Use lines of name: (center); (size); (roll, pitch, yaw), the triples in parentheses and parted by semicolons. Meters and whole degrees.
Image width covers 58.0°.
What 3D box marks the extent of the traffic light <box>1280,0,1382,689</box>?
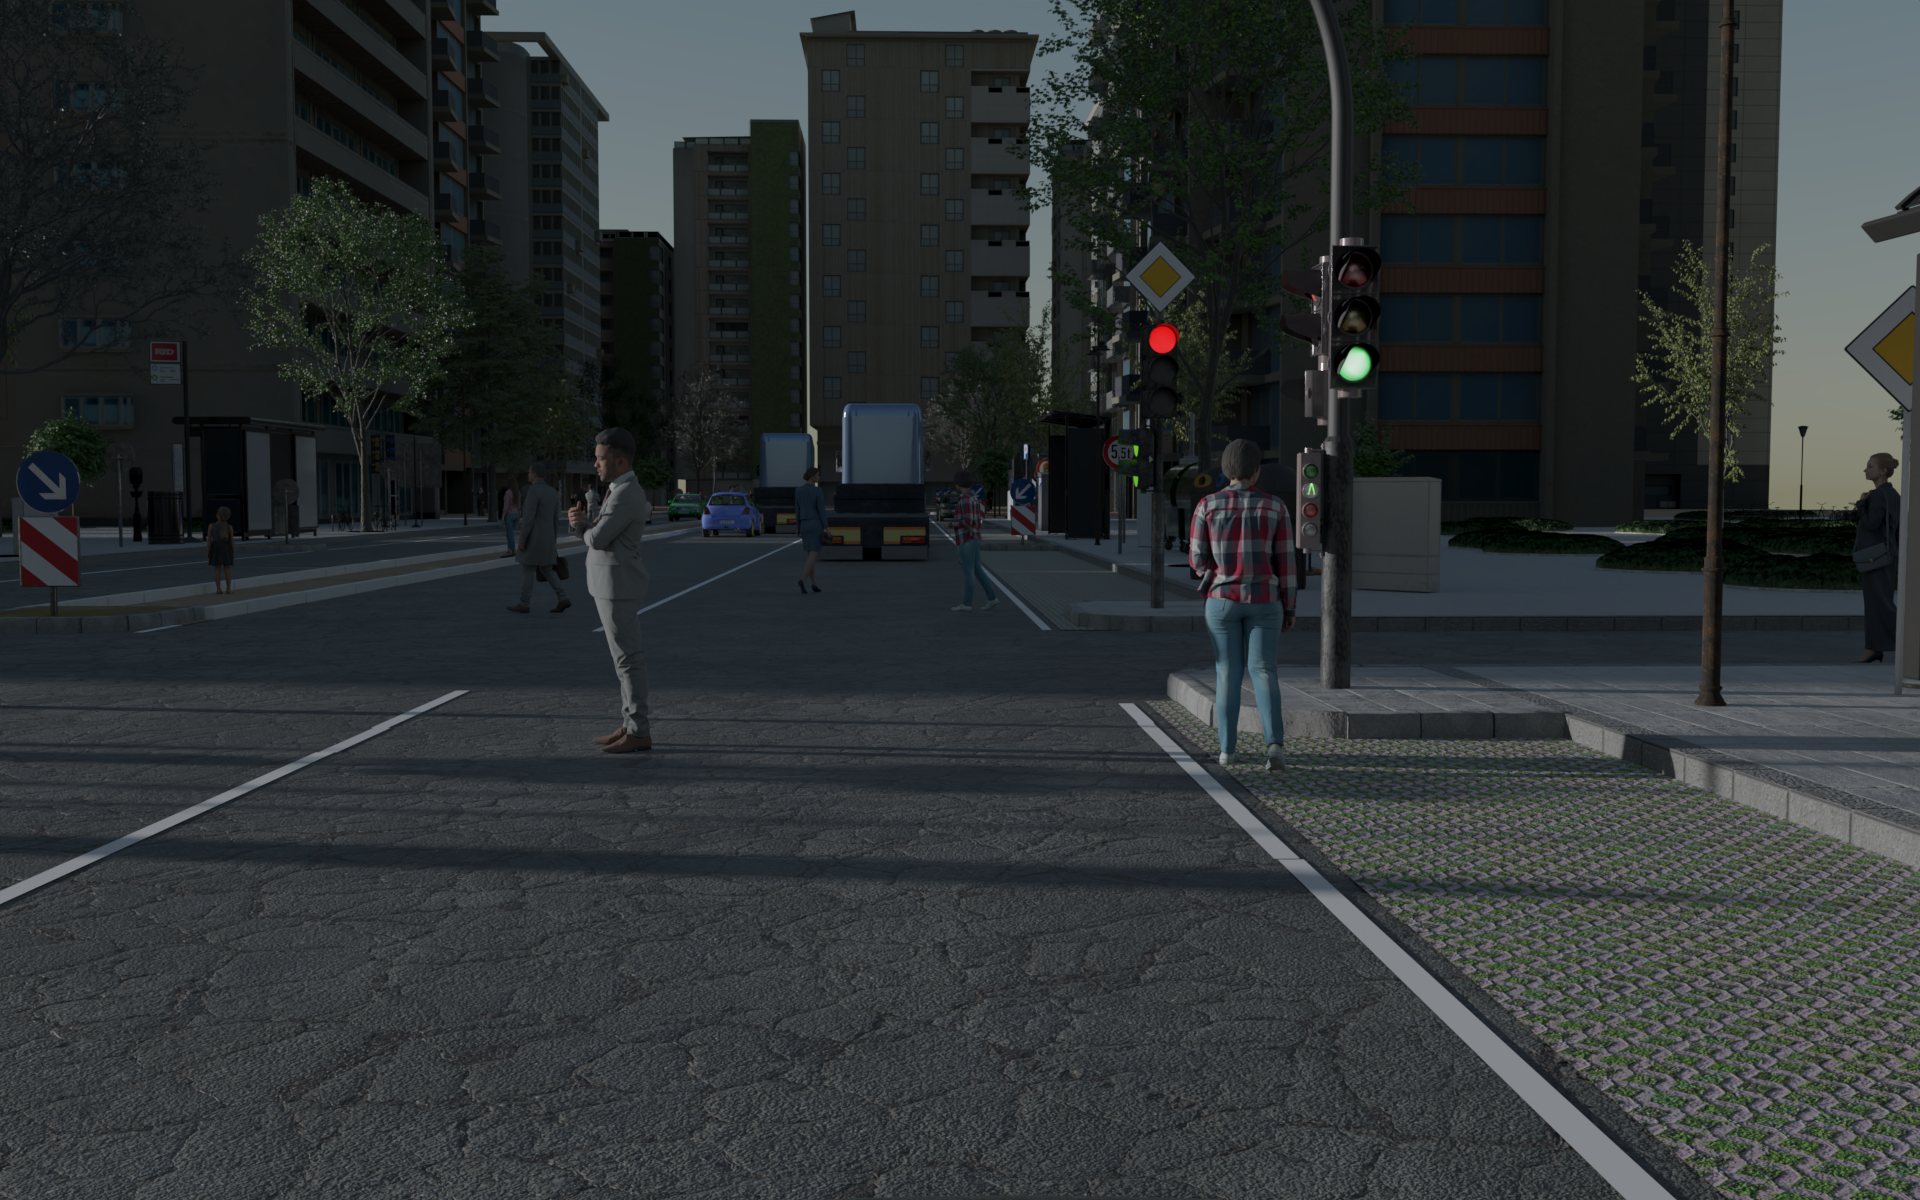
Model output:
traffic light: (0.376, -2.234, 11.192); (4.771, 5.953, 1.251); (0, 4, -2)

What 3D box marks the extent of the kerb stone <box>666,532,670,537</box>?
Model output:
kerb stone: (-9.766, -2.131, 57.070); (0.120, 0.150, 1.000); (0, 4, -2)

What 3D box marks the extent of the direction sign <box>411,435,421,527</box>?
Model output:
direction sign: (-20.941, -4.561, 66.570); (0.379, 3.537, 0.876); (-1, 4, -17)

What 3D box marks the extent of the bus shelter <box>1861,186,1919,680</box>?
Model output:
bus shelter: (6.394, -0.831, 7.515); (2.014, 3.302, 5.546); (0, 4, -2)

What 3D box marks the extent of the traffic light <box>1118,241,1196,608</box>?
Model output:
traffic light: (2.203, -1.863, 19.382); (0.839, 4.253, 0.868); (0, 4, -2)

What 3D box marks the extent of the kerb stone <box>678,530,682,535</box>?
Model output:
kerb stone: (-9.871, -2.319, 60.135); (0.120, 0.150, 1.000); (0, 4, -2)

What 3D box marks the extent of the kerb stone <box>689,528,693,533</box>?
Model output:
kerb stone: (-9.971, -2.509, 63.216); (0.120, 0.150, 1.000); (0, 4, -2)

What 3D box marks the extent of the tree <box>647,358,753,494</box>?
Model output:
tree: (-23.668, -15.059, 156.583); (12.009, 13.543, 11.850); (0, 3, 0)

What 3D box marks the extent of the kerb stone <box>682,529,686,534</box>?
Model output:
kerb stone: (-9.894, -2.383, 61.163); (0.120, 0.150, 1.000); (0, 4, -2)

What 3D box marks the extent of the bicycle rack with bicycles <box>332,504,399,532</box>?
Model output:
bicycle rack with bicycles: (-20.692, -2.878, 60.433); (2.852, 0.926, 2.925); (-1, 4, -12)

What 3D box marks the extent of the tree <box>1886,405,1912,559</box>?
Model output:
tree: (22.203, -3.330, 38.152); (4.285, 4.588, 4.351); (0, 3, 0)

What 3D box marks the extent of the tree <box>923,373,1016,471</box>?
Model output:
tree: (0.532, -15.743, 167.763); (12.009, 13.543, 11.850); (0, 3, 0)

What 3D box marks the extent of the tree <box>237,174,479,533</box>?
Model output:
tree: (-20.119, -8.079, 57.850); (9.928, 11.665, 9.643); (0, 3, 0)

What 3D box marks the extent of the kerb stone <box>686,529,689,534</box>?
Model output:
kerb stone: (-9.938, -2.443, 62.193); (0.120, 0.150, 1.000); (0, 4, -2)

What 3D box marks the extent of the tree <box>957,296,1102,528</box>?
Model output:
tree: (3.151, -6.991, 64.671); (4.737, 8.622, 4.395); (0, 3, 0)

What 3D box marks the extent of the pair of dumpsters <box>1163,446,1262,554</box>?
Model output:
pair of dumpsters: (5.354, -2.132, 37.351); (1.574, 2.255, 4.437); (0, 4, -2)

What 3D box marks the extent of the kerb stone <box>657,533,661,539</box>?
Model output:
kerb stone: (-9.705, -2.004, 55.022); (0.120, 0.150, 1.000); (0, 4, -2)

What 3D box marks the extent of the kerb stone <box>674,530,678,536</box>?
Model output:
kerb stone: (-9.838, -2.258, 59.113); (0.120, 0.150, 1.000); (0, 4, -2)

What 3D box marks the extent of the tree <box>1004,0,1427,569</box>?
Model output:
tree: (4.353, -6.369, 29.891); (9.928, 11.665, 9.643); (0, 3, 0)

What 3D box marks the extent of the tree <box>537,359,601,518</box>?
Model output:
tree: (-21.667, -8.785, 94.000); (4.737, 8.622, 4.395); (0, 3, 0)

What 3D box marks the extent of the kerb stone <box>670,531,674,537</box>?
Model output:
kerb stone: (-9.804, -2.189, 58.092); (0.120, 0.150, 1.000); (0, 4, -2)

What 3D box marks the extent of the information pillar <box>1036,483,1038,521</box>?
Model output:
information pillar: (3.711, -4.709, 81.482); (0.304, 2.012, 0.304); (0, 4, 4)

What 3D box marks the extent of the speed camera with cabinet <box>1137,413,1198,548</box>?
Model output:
speed camera with cabinet: (5.239, -2.912, 41.943); (2.038, 3.252, 0.660); (-3, 4, -36)

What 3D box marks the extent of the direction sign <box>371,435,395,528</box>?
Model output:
direction sign: (-22.089, -4.549, 66.371); (0.876, 3.537, 0.379); (-2, 4, -25)

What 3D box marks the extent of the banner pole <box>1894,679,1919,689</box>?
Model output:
banner pole: (6.636, -1.318, 11.560); (0.863, 3.779, 0.401); (-3, 4, -36)

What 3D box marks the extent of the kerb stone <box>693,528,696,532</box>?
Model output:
kerb stone: (-10.001, -2.572, 64.240); (0.120, 0.150, 1.000); (0, 4, -2)

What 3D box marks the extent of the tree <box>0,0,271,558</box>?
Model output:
tree: (-19.685, -7.598, 34.603); (12.009, 13.543, 11.850); (0, 3, 0)

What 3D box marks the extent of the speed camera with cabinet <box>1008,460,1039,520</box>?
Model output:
speed camera with cabinet: (3.390, -5.587, 85.688); (2.038, 3.252, 0.660); (-2, 4, -27)

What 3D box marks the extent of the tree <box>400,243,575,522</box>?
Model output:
tree: (-21.562, -9.852, 79.205); (7.486, 12.596, 7.792); (0, 3, 0)

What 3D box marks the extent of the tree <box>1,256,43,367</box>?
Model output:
tree: (-25.169, -5.678, 43.197); (4.737, 8.622, 4.395); (0, 3, 0)

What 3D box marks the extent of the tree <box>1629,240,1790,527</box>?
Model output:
tree: (21.346, -6.024, 48.863); (4.737, 8.622, 4.395); (0, 3, 0)

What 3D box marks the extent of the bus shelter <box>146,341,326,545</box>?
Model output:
bus shelter: (-20.188, -4.311, 48.115); (2.179, 5.291, 8.768); (0, 4, -2)

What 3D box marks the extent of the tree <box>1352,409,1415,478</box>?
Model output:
tree: (9.304, -2.764, 39.786); (1.663, 3.219, 1.824); (0, 3, 0)

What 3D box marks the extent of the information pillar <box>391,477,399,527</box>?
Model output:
information pillar: (-22.227, -3.884, 67.991); (0.304, 2.012, 0.304); (0, 4, 1)

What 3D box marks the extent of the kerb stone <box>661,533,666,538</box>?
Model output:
kerb stone: (-9.732, -2.066, 56.044); (0.120, 0.150, 1.000); (0, 4, -2)

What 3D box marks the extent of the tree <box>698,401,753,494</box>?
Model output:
tree: (-23.638, -14.300, 168.222); (7.601, 10.594, 8.767); (-1, 4, -17)

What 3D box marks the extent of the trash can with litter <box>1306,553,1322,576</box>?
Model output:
trash can with litter: (5.142, -1.033, 27.939); (2.233, 1.210, 1.678); (3, 5, 42)

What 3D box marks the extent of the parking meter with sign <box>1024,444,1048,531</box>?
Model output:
parking meter with sign: (3.120, -3.910, 60.185); (1.738, 3.016, 0.543); (-1, 4, -14)

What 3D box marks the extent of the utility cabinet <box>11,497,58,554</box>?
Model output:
utility cabinet: (-19.503, -1.552, 36.538); (0.306, 1.237, 1.020); (1, 4, 12)

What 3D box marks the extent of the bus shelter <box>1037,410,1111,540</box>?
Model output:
bus shelter: (3.379, -3.702, 51.804); (1.731, 3.624, 6.357); (0, 4, -2)

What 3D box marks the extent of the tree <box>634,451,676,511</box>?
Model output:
tree: (-23.555, -9.141, 133.173); (4.285, 4.588, 4.351); (0, 3, 0)

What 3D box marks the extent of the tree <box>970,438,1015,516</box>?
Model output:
tree: (2.270, -7.241, 102.109); (4.285, 4.588, 4.351); (0, 3, 0)

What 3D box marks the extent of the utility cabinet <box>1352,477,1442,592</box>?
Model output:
utility cabinet: (5.751, -0.866, 22.844); (0.318, 1.500, 1.173); (-3, 5, -42)

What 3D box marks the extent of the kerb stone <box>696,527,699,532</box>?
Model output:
kerb stone: (-10.033, -2.629, 65.272); (0.120, 0.150, 1.000); (0, 4, -2)

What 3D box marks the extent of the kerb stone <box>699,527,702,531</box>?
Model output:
kerb stone: (-10.077, -2.695, 66.293); (0.120, 0.150, 1.000); (0, 4, -2)

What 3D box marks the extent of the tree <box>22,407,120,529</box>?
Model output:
tree: (-33.199, -4.949, 64.623); (4.285, 4.588, 4.351); (0, 3, 0)

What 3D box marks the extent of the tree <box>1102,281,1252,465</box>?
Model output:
tree: (7.025, -6.336, 53.959); (4.737, 8.622, 4.395); (0, 3, 0)

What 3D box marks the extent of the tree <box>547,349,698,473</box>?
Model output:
tree: (-22.183, -10.797, 110.950); (8.767, 10.594, 7.601); (-1, 4, -21)
